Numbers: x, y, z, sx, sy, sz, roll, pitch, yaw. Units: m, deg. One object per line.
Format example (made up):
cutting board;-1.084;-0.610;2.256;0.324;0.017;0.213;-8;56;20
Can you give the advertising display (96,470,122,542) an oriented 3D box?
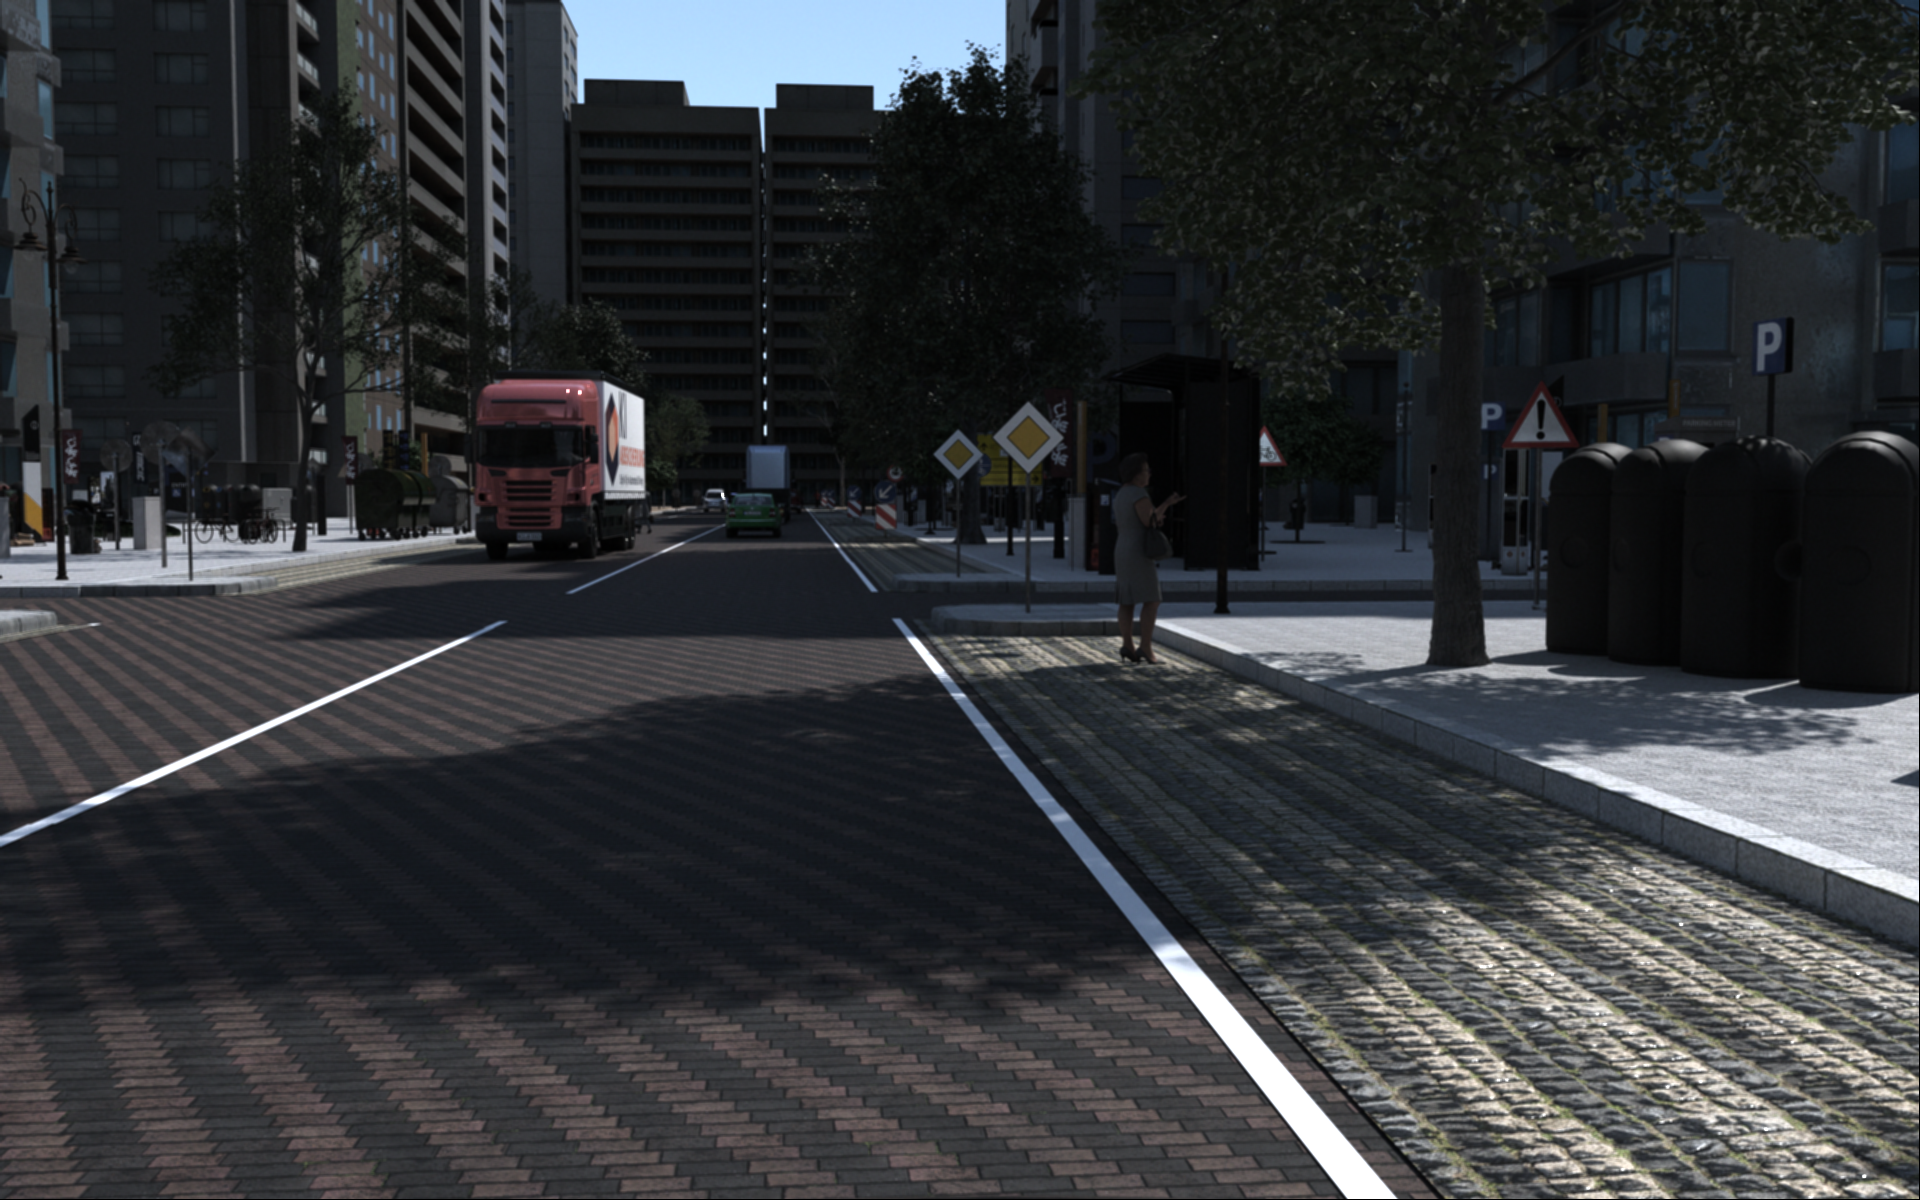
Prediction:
advertising display;-23.009;-2.552;46.934;0.974;1.923;0.123;3;4;38

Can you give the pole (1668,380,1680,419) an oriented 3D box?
pole;12.730;-2.270;30.954;0.158;3.312;0.155;0;3;0

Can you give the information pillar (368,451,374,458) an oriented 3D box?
information pillar;-32.125;-6.297;94.303;0.504;3.616;0.183;-1;4;-10

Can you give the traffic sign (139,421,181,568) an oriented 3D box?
traffic sign;-13.897;-1.839;30.178;0.768;2.556;0.104;0;4;-3

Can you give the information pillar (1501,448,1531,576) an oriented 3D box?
information pillar;8.756;-1.395;27.297;0.304;2.012;0.304;-3;5;-41

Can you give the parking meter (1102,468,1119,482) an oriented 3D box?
parking meter;3.384;-2.028;38.865;0.255;1.863;0.399;-2;4;-34

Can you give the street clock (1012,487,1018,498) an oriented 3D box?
street clock;2.363;-4.361;75.880;0.358;2.002;0.471;-1;4;-9

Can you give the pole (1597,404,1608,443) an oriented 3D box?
pole;14.490;-2.770;39.141;0.158;3.312;0.155;0;3;0

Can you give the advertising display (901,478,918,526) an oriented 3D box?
advertising display;-1.996;-3.968;70.095;0.123;1.923;0.974;2;4;28

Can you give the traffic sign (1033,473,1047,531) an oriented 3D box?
traffic sign;2.570;-3.657;59.790;0.884;2.594;0.081;0;4;2

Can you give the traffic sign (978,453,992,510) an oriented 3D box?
traffic sign;0.576;-3.211;52.601;0.768;2.556;0.104;0;4;4

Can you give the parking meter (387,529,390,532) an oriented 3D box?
parking meter;-18.994;-3.032;57.989;0.372;1.533;0.369;0;3;0

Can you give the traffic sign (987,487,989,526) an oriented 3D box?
traffic sign;1.114;-4.254;69.658;0.768;2.556;0.104;0;4;3

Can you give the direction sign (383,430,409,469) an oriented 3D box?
direction sign;-19.917;-4.235;61.238;0.876;3.537;0.379;-2;4;-26

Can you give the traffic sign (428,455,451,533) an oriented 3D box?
traffic sign;-17.042;-3.463;56.726;0.768;2.556;0.104;0;4;-1

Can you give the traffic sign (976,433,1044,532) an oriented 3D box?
traffic sign;1.656;-3.912;57.826;2.265;3.308;0.079;0;3;0

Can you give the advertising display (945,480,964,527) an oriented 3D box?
advertising display;-0.099;-3.826;67.773;0.974;1.923;0.123;0;4;4

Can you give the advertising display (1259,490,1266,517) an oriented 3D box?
advertising display;8.739;-2.874;52.205;0.974;1.923;0.123;1;4;18

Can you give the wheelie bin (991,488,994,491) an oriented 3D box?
wheelie bin;1.946;-5.397;96.149;0.980;1.594;0.693;-2;4;-23

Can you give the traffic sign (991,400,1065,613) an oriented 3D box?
traffic sign;0.731;-0.919;18.667;0.795;2.450;0.064;0;4;-5

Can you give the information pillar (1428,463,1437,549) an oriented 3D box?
information pillar;11.231;-2.216;40.718;0.304;2.012;0.304;-3;4;-39

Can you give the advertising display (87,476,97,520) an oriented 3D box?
advertising display;-30.126;-3.391;60.658;0.123;1.923;0.974;1;4;17

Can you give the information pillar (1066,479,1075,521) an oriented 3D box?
information pillar;5.326;-4.816;83.241;0.304;2.012;0.304;3;5;42

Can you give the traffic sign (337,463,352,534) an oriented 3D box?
traffic sign;-19.563;-3.399;55.583;0.884;2.594;0.081;0;4;1

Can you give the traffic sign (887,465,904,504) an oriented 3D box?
traffic sign;-2.730;-4.485;73.443;0.768;2.556;0.104;0;3;0

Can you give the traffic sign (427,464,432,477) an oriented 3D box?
traffic sign;-22.765;-4.536;74.275;0.768;2.556;0.104;0;3;0

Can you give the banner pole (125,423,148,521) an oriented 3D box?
banner pole;-28.966;-4.333;60.859;0.863;3.779;0.401;-2;4;-32

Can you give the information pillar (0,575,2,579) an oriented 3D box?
information pillar;-14.739;-2.138;26.305;0.183;3.616;0.504;-2;4;-34

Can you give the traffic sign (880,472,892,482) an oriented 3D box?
traffic sign;-4.228;-6.064;99.248;0.768;2.556;0.104;0;4;-5

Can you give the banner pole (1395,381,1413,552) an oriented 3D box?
banner pole;9.956;-2.985;38.816;0.401;3.779;0.863;1;4;10

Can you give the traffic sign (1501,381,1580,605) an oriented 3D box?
traffic sign;6.684;-1.223;20.005;0.884;2.594;0.081;0;4;4

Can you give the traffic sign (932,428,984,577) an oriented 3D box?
traffic sign;-0.028;-1.405;26.616;0.795;2.450;0.064;0;4;-5

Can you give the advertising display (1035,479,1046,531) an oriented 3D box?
advertising display;2.835;-3.418;61.102;0.123;1.923;0.974;-1;4;-13

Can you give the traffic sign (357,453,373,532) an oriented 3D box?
traffic sign;-18.463;-3.256;53.335;0.768;2.556;0.104;0;4;-3

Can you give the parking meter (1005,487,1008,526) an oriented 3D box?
parking meter;1.801;-3.907;69.593;0.255;1.863;0.399;2;4;35

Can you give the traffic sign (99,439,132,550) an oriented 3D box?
traffic sign;-19.384;-2.426;39.778;0.768;2.556;0.104;0;4;3

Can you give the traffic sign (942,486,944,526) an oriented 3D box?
traffic sign;-0.696;-4.259;69.741;0.768;2.556;0.104;0;4;2

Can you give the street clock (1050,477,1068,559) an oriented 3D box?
street clock;1.976;-1.831;34.509;0.358;2.002;0.471;1;4;16

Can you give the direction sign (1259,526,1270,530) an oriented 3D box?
direction sign;10.886;-4.273;61.869;0.876;3.537;0.379;0;4;7

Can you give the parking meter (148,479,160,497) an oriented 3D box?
parking meter;-32.083;-3.871;69.008;0.255;1.863;0.399;3;5;41

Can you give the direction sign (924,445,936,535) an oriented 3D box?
direction sign;-0.951;-3.843;54.832;0.379;3.537;0.876;0;4;3

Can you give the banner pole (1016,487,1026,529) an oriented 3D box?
banner pole;2.361;-4.502;63.632;0.401;3.779;0.863;2;4;30

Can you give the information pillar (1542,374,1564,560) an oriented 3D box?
information pillar;11.545;-2.601;33.883;0.504;3.616;0.183;1;4;12

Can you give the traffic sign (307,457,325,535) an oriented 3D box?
traffic sign;-20.315;-3.254;54.380;0.795;2.450;0.064;0;4;-1

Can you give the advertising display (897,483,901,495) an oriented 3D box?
advertising display;-3.148;-5.848;100.832;0.974;1.923;0.123;-1;4;-9

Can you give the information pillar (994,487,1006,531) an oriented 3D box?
information pillar;1.377;-3.400;60.075;0.304;2.012;0.304;2;4;34

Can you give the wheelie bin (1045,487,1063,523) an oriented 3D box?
wheelie bin;4.191;-4.272;77.756;0.980;1.594;0.693;3;5;43

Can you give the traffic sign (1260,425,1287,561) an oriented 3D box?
traffic sign;5.766;-2.013;32.916;0.884;2.594;0.081;0;4;1

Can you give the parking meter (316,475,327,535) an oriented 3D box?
parking meter;-19.875;-2.948;53.916;0.255;1.863;0.399;-1;4;-19

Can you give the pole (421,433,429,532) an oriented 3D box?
pole;-17.892;-3.919;57.911;0.158;3.312;0.155;0;3;0

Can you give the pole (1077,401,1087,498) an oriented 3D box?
pole;2.669;-2.700;37.983;0.158;3.312;0.155;0;3;0

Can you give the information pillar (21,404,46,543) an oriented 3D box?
information pillar;-24.070;-3.277;44.940;0.183;3.616;0.504;1;4;22

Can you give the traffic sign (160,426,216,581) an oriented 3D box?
traffic sign;-11.373;-1.340;25.558;0.795;2.450;0.064;0;4;-5

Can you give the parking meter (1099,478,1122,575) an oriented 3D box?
parking meter;2.393;-1.170;27.535;0.372;1.533;0.369;0;3;0

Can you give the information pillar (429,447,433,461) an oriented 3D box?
information pillar;-26.342;-5.807;86.305;0.183;3.616;0.504;-2;4;-26
